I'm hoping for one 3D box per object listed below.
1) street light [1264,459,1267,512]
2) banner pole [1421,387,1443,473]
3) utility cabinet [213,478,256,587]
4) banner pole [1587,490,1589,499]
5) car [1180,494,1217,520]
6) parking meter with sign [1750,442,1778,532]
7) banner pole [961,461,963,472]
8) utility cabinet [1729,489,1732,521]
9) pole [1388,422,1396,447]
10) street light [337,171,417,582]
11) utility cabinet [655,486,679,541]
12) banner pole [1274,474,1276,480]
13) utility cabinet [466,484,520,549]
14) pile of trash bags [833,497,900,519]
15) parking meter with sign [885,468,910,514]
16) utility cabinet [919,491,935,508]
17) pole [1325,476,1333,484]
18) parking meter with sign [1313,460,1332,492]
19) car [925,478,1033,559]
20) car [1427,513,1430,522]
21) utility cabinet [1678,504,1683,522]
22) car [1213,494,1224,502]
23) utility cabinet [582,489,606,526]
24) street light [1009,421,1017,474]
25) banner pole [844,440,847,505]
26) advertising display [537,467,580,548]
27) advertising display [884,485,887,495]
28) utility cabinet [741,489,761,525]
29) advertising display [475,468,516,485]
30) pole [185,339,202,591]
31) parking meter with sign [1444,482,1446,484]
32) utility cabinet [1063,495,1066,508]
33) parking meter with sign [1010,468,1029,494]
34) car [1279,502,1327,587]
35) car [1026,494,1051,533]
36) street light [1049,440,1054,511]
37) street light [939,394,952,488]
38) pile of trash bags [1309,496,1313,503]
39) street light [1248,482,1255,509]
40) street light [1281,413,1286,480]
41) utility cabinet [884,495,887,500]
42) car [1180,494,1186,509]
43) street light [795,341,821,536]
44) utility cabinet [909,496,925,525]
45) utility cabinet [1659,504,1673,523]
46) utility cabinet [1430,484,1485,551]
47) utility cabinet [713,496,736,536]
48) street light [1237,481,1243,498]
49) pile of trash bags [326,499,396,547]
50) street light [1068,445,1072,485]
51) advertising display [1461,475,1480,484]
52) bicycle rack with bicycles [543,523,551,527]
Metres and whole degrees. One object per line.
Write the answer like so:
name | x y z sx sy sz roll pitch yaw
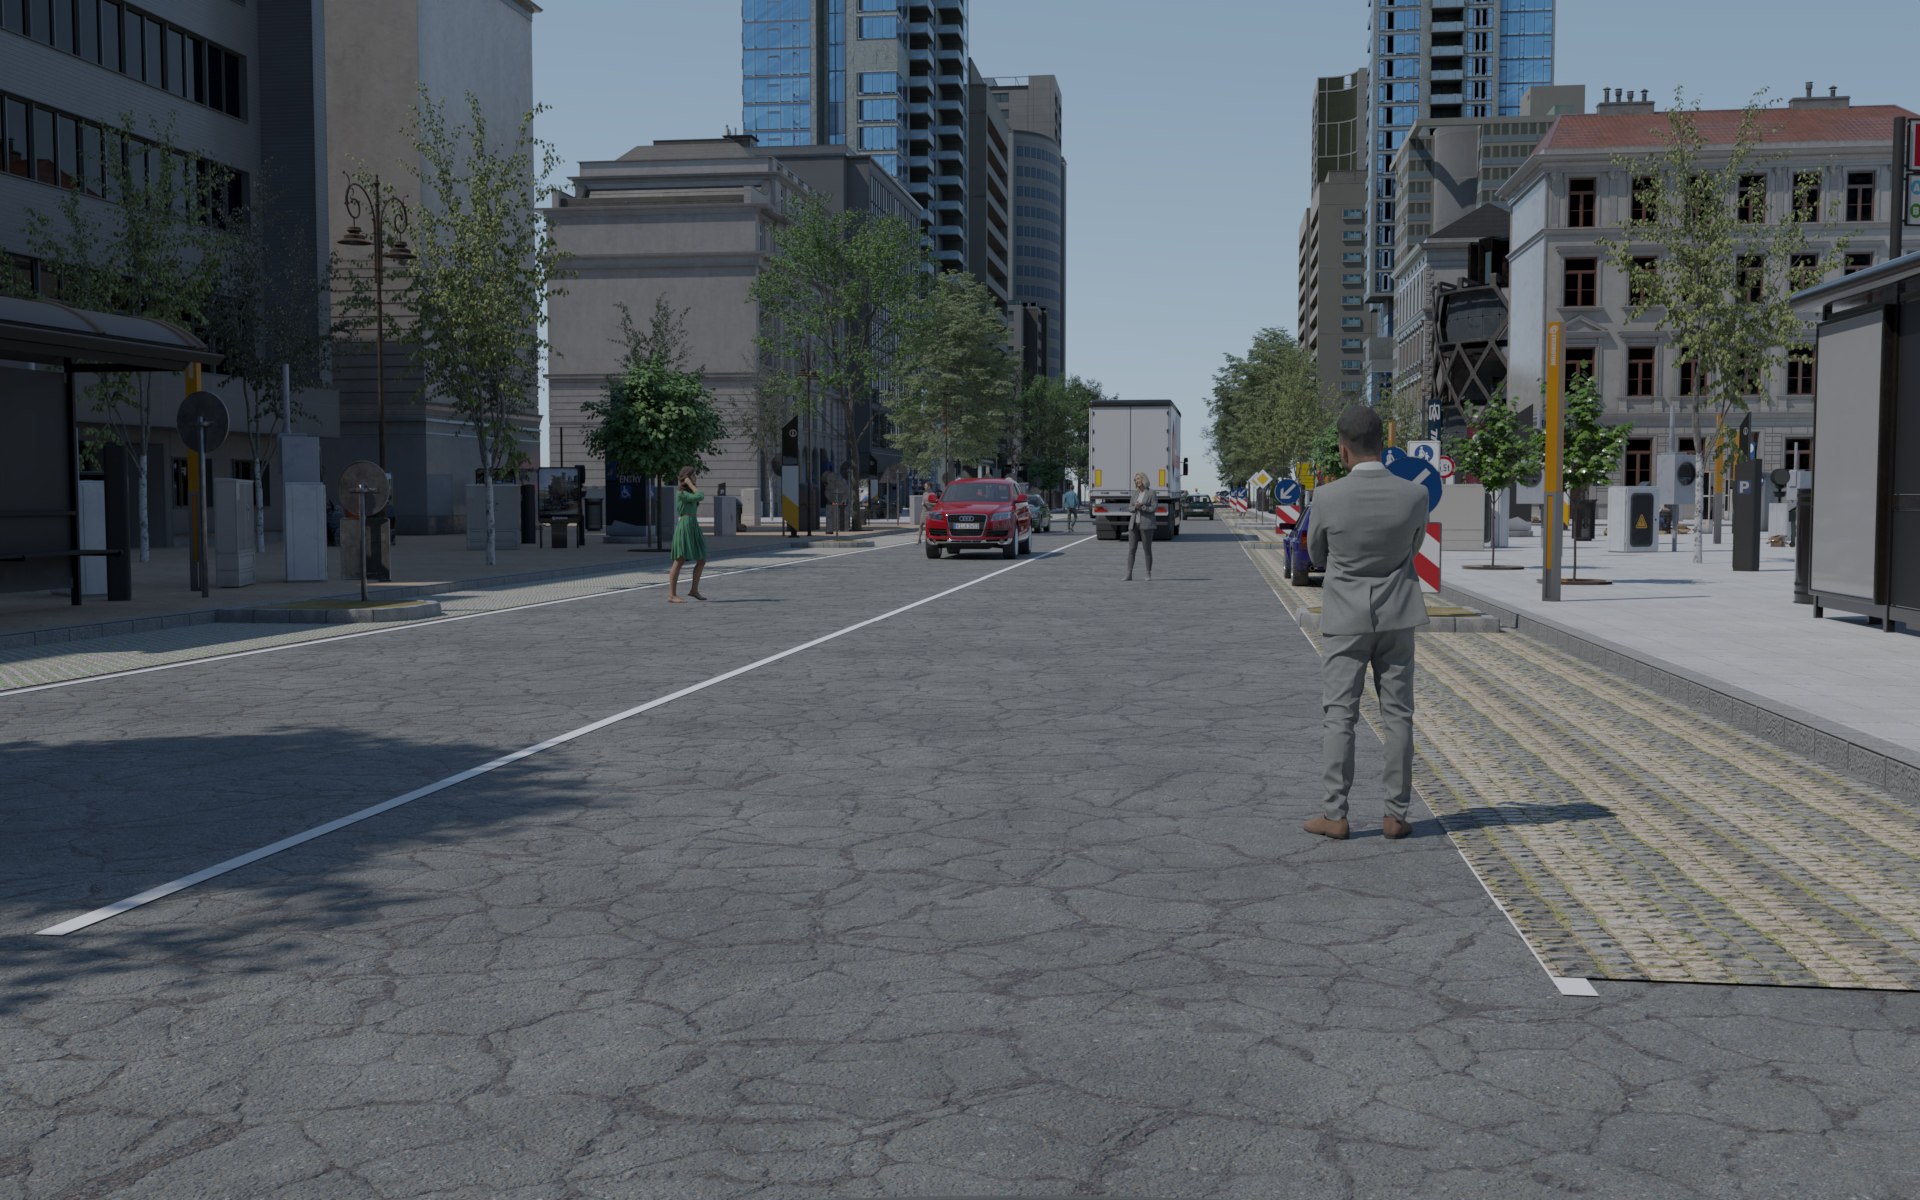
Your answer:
street light | 21.930 -9.258 124.150 0.468 5.910 1.993 0 4 8
banner pole | 10.910 -3.074 40.274 0.401 3.779 0.863 -2 4 -24
utility cabinet | -10.062 -0.941 24.072 0.318 1.500 1.173 -1 4 -12
banner pole | 25.072 -4.795 68.422 0.863 3.779 0.401 1 4 18
car | 13.152 -5.248 95.585 2.009 1.686 4.222 1 4 9
parking meter with sign | 27.491 -3.827 58.837 1.738 3.016 0.543 -1 4 -16
banner pole | 0.090 -6.472 95.831 0.401 3.779 0.863 0 4 6
utility cabinet | 36.521 -4.444 81.339 0.318 1.500 1.173 3 5 43
pole | 12.214 -3.375 49.023 0.158 3.312 0.155 0 3 0
street light | -8.423 -3.205 25.193 0.468 5.910 1.993 0 4 8
utility cabinet | -8.193 -2.327 46.719 1.173 1.500 0.318 1 4 15
banner pole | 26.179 -9.423 144.076 0.401 3.779 0.863 2 4 25
utility cabinet | -10.739 -1.904 39.810 1.173 1.500 0.318 -1 4 -17
pile of trash bags | -4.860 -4.765 87.664 3.447 1.369 1.912 -1 4 -23
parking meter with sign | -4.188 -7.181 113.673 1.738 3.016 0.543 1 4 17
utility cabinet | -2.162 -6.137 109.020 1.173 1.500 0.318 -1 4 -10
pole | 16.397 -5.104 77.291 0.158 3.312 0.155 0 3 0
parking meter with sign | 18.387 -5.481 85.882 1.738 3.016 0.543 0 4 2
car | 0.491 -1.914 39.967 2.281 1.827 5.304 0 4 8
car | 20.086 -3.711 72.682 4.499 1.417 2.014 1 4 9
utility cabinet | 33.288 -4.272 81.010 1.020 1.237 0.306 -1 4 -10
car | 40.035 -15.758 267.867 2.015 1.641 3.980 0 4 8
utility cabinet | -14.523 -3.719 69.481 1.173 1.500 0.318 -1 4 -21
street light | 3.235 -8.250 107.682 0.468 5.910 1.993 0 4 8
banner pole | -5.308 -5.516 80.197 0.401 3.779 0.863 0 4 -7
advertising display | -9.512 -2.193 41.069 0.974 1.923 0.123 -1 4 -14
advertising display | -5.197 -7.051 120.501 0.123 1.923 0.974 0 4 -6
utility cabinet | -8.503 -3.772 70.359 0.318 1.500 1.173 -2 4 -34
advertising display | -11.551 -2.319 43.130 0.974 1.923 0.123 -1 4 -20
pole | -10.077 -1.773 22.831 0.158 3.312 0.155 0 3 0
parking meter with sign | 30.972 -7.044 111.429 0.543 3.016 1.738 3 5 43
utility cabinet | 8.903 -8.755 154.305 1.020 1.237 0.306 0 4 -3
parking meter with sign | 4.250 -7.366 116.688 1.738 3.016 0.543 2 4 34
car | 6.147 -0.938 27.910 1.945 1.354 3.894 0 4 8
car | 2.316 -3.245 64.858 2.131 1.459 4.920 1 4 9
street light | 7.042 -9.887 134.447 0.468 5.910 1.993 0 4 8
street light | -0.637 -6.565 80.119 0.468 5.910 1.993 0 4 8
pile of trash bags | 28.389 -7.893 138.805 1.912 1.369 3.447 2 4 33
street light | 25.727 -10.930 151.492 0.468 5.910 1.993 0 4 8
street light | 18.179 -7.620 97.377 0.468 5.910 1.993 0 4 8
utility cabinet | -4.945 -6.409 115.947 0.306 1.237 1.020 0 4 -1
car | 18.119 -8.131 144.747 2.131 1.459 4.920 1 4 9
street light | -4.588 -4.879 52.563 0.468 5.910 1.993 0 4 8
utility cabinet | -1.664 -3.735 72.234 0.306 1.237 1.020 3 4 39
utility cabinet | 30.666 -4.058 75.035 0.318 1.500 1.173 3 5 44
utility cabinet | 11.162 -1.848 38.891 1.173 1.500 0.318 1 4 18
utility cabinet | -7.227 -2.578 53.314 0.306 1.237 1.020 1 4 18
street light | 36.480 -15.566 227.293 0.468 5.910 1.993 0 4 8
pile of trash bags | -14.903 -2.016 42.717 1.912 1.369 3.447 -1 4 -18
street light | 9.970 -11.188 155.716 0.468 5.910 1.993 0 4 8
advertising display | 16.749 -3.155 56.806 0.123 1.923 0.974 -1 4 -16
bicycle rack with bicycles | -17.234 -3.375 68.556 2.925 0.926 2.852 1 4 21
